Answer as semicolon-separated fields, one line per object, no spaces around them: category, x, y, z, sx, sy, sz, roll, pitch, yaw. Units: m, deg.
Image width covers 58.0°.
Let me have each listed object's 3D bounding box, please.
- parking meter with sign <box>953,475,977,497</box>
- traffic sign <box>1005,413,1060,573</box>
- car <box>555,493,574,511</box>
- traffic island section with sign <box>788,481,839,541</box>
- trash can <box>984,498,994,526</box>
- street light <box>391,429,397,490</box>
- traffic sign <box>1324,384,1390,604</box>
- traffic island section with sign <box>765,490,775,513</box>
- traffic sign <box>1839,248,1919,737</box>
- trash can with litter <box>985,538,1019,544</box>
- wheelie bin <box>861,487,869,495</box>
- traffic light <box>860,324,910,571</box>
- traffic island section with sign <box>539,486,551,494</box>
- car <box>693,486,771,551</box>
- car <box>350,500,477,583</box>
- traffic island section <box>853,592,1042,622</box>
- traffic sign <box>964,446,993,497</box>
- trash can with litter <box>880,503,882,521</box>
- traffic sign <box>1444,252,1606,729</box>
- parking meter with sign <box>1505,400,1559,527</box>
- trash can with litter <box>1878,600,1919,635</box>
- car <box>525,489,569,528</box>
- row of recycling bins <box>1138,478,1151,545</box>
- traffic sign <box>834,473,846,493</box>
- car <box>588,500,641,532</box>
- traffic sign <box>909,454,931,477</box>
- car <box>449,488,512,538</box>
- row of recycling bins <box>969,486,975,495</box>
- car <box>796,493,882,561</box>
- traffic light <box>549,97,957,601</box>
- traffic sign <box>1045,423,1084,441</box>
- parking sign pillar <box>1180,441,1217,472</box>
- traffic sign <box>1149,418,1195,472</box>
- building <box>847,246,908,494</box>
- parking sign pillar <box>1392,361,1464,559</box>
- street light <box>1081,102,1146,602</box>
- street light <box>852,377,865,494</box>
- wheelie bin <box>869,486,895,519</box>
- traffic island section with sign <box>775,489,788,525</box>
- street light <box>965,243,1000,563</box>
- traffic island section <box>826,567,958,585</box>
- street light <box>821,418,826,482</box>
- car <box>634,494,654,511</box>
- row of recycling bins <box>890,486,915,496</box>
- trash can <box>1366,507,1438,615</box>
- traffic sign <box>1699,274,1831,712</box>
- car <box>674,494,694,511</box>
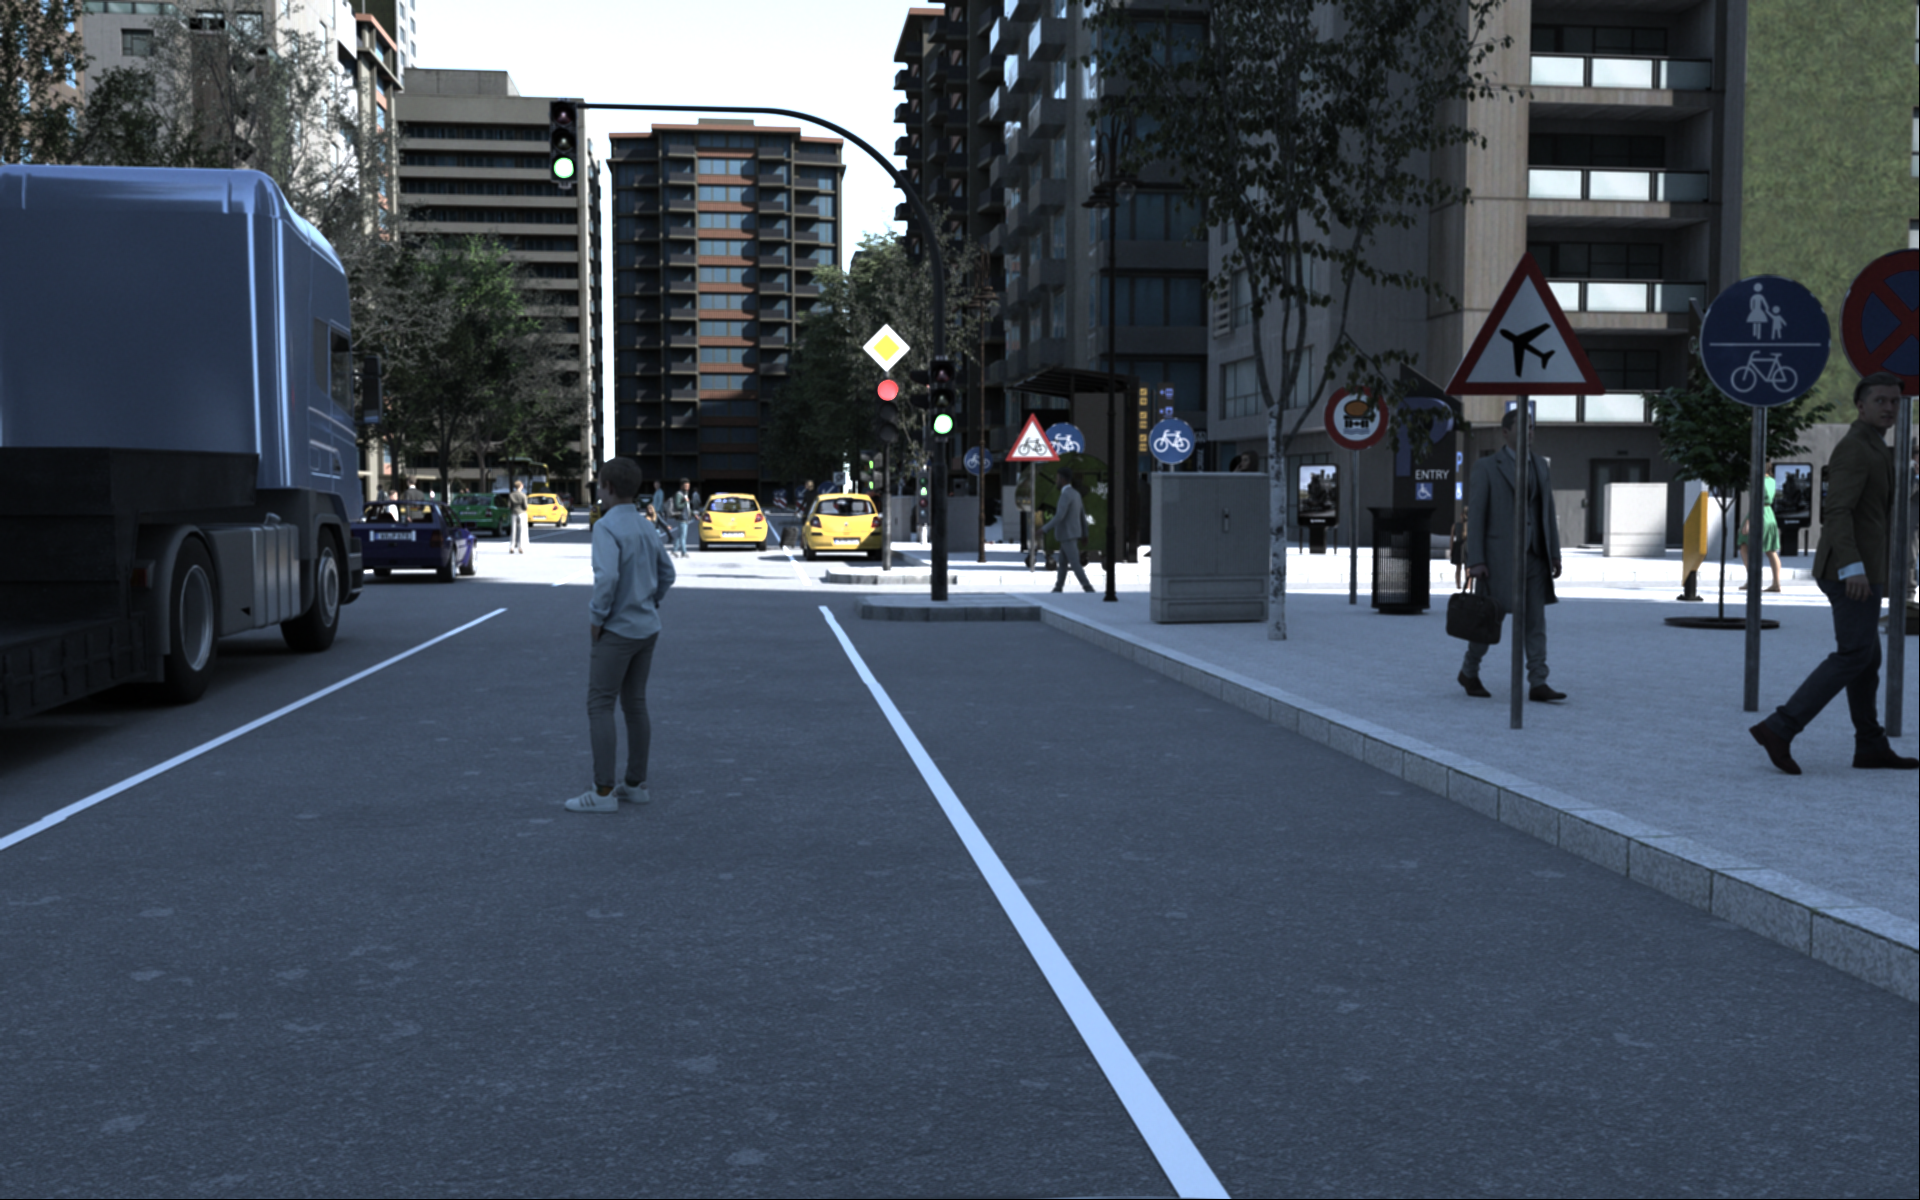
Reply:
parking meter with sign;0.062;-5.494;86.093;1.738;3.016;0.543;2;4;28
traffic sign;1.172;-1.712;27.997;0.884;2.594;0.081;0;4;3
car;-33.674;-8.405;146.467;2.155;1.783;4.494;-1;4;-9
traffic island section with sign;-4.238;-2.771;53.929;1.989;1.847;2.006;0;4;-7
trash can;1.031;-3.540;69.528;0.748;1.137;0.748;0;3;0
street light;-32.411;-7.707;98.800;0.468;5.910;1.993;0;4;-7
traffic sign;4.581;-1.223;20.105;0.768;2.556;0.104;0;4;-2
traffic island section with sign;-13.438;-7.415;129.860;1.989;1.847;2.006;0;4;-7
traffic sign;4.945;-0.550;9.100;0.768;2.556;0.104;0;4;-3
trash can with litter;0.660;-2.042;44.444;2.233;1.210;1.678;0;4;3
wheelie bin;-4.256;-4.431;80.351;0.980;1.594;0.693;3;4;37
traffic light;-1.237;-2.434;28.723;0.839;4.253;0.868;0;4;-7
traffic island section with sign;-24.370;-5.704;101.389;2.006;1.907;1.989;0;4;-7
car;-5.886;-2.111;44.740;2.015;1.641;3.980;0;4;-8
car;-9.213;-1.015;29.176;1.945;1.354;3.894;-1;4;-8
traffic island section;-0.236;0.084;20.914;2.009;0.180;2.903;0;4;-7
traffic sign;0.495;-2.830;46.378;0.768;2.556;0.104;0;4;-1
trash can with litter;-3.332;-3.588;70.055;0.624;1.170;1.055;-2;4;-35
traffic sign;3.044;-0.575;9.404;0.884;2.594;0.081;0;4;-4
parking meter with sign;10.969;-2.252;33.080;0.543;3.016;1.738;3;4;37
trash can with litter;8.992;-0.269;15.781;1.055;1.170;0.624;0;4;1
car;-18.037;-3.971;75.154;2.015;1.641;3.980;0;4;-7
row of recycling bins;4.830;-2.287;44.508;3.534;1.692;1.069;-3;5;-39
traffic sign;-5.599;-4.804;80.671;0.606;2.300;0.079;0;4;2
car;-13.508;-3.509;67.589;2.015;1.641;3.980;-1;4;-9
traffic sign;-1.274;-3.320;54.386;0.768;2.556;0.104;0;4;3
car;-16.144;-3.030;58.337;1.959;1.807;4.718;0;4;-5
row of recycling bins;0.511;-5.052;89.713;1.069;1.692;3.534;0;4;-1
car;-2.620;-1.727;38.463;2.015;1.641;3.980;0;4;-7
traffic light;-2.343;-2.797;20.404;4.771;5.953;1.251;0;4;-7
traffic sign;1.838;-1.890;31.008;0.768;2.556;0.104;0;4;0
parking sign pillar;8.898;-4.665;64.739;1.447;3.967;1.447;-1;4;-9
traffic sign;3.549;-1.773;29.094;0.768;2.556;0.104;0;4;3
building;-5.809;-26.455;204.235;14.107;30.474;14.160;0;4;-7
parking sign pillar;9.402;-2.833;34.786;1.447;3.967;1.447;3;4;36
street light;1.803;-2.923;20.578;0.468;5.910;1.993;0;4;-7
street light;-3.976;-5.795;67.544;0.468;5.910;1.993;0;4;-7
wheelie bin;-3.087;-3.878;71.306;0.693;1.594;0.980;2;4;29
traffic island section with sign;-7.476;-4.407;80.689;1.989;1.847;2.006;0;4;-7
street light;0.407;-3.632;32.163;0.468;5.910;1.993;0;4;-7
traffic island section;-1.196;-0.401;28.842;2.009;0.180;2.903;0;4;-7
street light;-8.104;-7.953;102.824;0.468;5.910;1.993;0;4;-7
car;-26.585;-8.254;146.757;2.131;1.459;4.920;-1;4;-9
row of recycling bins;-2.984;-5.003;88.904;1.069;1.692;3.534;1;4;10
trash can;4.731;-0.423;18.570;0.748;1.137;0.748;0;3;0
traffic sign;4.679;-0.615;10.168;0.768;2.556;0.104;0;4;-1
car;-21.633;-7.658;134.994;2.009;1.686;4.222;0;4;-6
